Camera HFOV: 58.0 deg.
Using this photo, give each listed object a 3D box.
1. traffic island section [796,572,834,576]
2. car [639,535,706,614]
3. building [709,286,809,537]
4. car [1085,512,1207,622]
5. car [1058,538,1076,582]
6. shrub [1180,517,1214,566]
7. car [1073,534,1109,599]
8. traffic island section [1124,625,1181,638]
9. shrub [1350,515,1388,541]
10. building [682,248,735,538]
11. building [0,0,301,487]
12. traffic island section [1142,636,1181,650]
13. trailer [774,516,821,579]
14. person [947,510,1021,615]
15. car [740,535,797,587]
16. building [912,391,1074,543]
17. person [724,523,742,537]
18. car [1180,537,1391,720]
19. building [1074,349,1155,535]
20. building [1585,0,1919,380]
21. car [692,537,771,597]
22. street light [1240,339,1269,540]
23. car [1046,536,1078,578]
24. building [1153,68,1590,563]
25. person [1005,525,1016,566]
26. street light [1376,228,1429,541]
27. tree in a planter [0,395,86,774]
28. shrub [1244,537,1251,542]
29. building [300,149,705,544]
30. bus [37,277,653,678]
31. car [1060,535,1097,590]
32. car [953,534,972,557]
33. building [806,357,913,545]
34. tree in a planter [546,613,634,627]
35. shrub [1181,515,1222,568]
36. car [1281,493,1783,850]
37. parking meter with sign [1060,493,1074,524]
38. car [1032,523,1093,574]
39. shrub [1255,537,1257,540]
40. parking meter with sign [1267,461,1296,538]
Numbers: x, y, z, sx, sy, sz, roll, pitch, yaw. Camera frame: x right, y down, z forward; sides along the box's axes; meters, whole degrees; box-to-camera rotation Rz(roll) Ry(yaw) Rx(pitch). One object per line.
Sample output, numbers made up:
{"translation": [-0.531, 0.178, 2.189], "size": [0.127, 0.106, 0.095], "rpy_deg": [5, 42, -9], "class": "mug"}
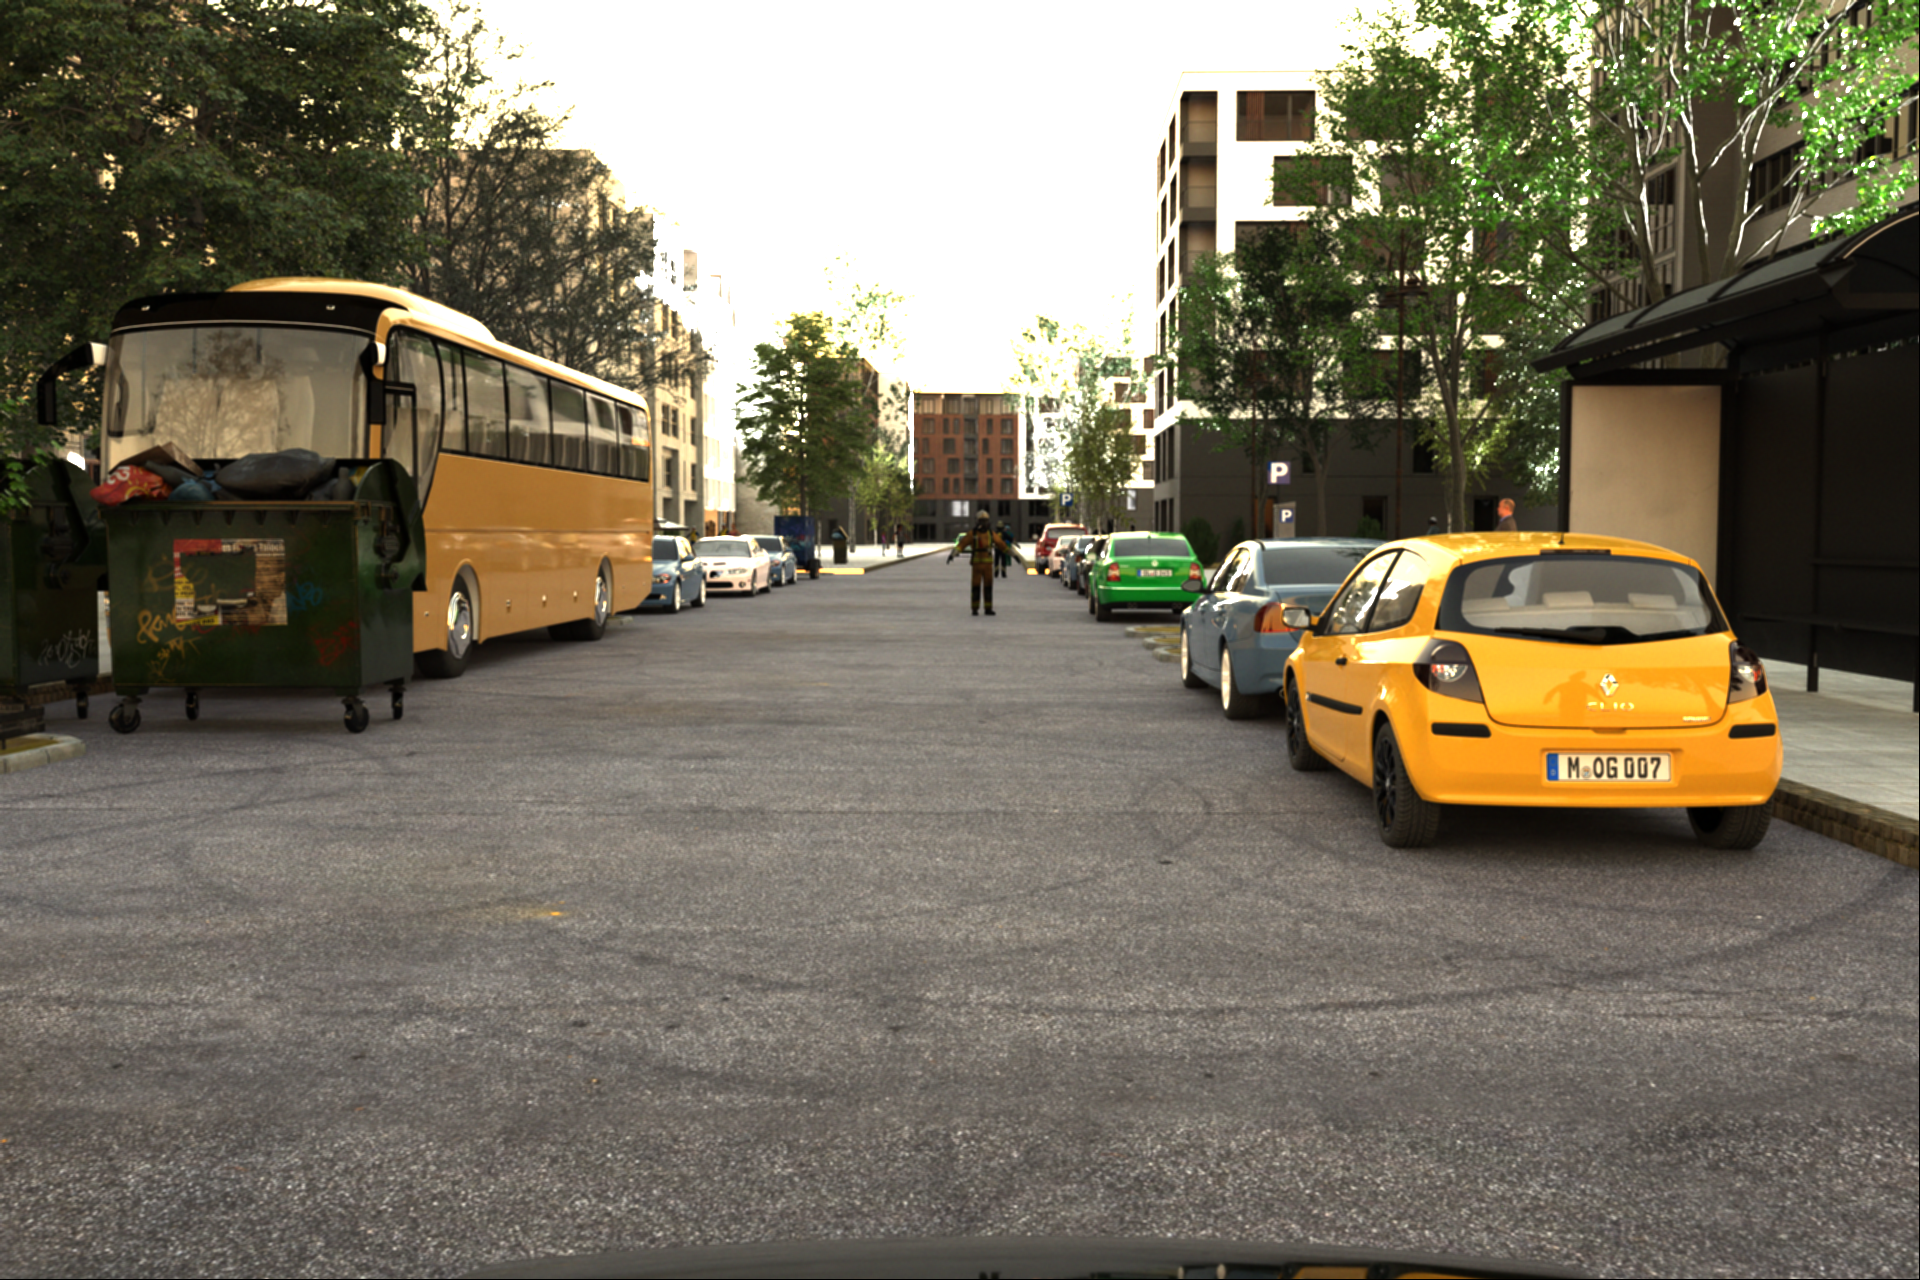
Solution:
{"translation": [-5.451, -2.311, 60.654], "size": [1.991, 0.108, 1.994], "rpy_deg": [0, 4, 1], "class": "traffic island section"}
{"translation": [-5.916, -1.267, 32.717], "size": [2.014, 1.417, 4.499], "rpy_deg": [0, 4, 1], "class": "car"}
{"translation": [-22.529, -18.846, 139.056], "size": [19.493, 23.208, 18.063], "rpy_deg": [0, 4, 1], "class": "building"}
{"translation": [3.149, -1.276, 29.652], "size": [1.959, 1.807, 4.718], "rpy_deg": [0, 4, 2], "class": "car"}
{"translation": [3.838, -2.319, 50.495], "size": [1.945, 1.354, 3.894], "rpy_deg": [0, 4, 1], "class": "car"}
{"translation": [9.365, -3.944, 68.908], "size": [1.690, 2.028, 1.600], "rpy_deg": [0, 3, 0], "class": "shrub"}
{"translation": [3.624, -1.825, 39.622], "size": [2.009, 1.686, 4.222], "rpy_deg": [0, 3, 0], "class": "car"}
{"translation": [3.341, -0.101, 24.521], "size": [1.991, 0.108, 1.994], "rpy_deg": [0, 4, 2], "class": "traffic island section"}
{"translation": [16.133, -3.947, 68.579], "size": [1.661, 2.075, 1.752], "rpy_deg": [0, 3, 0], "class": "shrub"}
{"translation": [-22.037, -15.888, 116.185], "size": [16.016, 20.090, 11.380], "rpy_deg": [0, 4, 1], "class": "building"}
{"translation": [-29.688, -13.348, 54.394], "size": [11.583, 22.565, 21.152], "rpy_deg": [0, 4, 1], "class": "building"}
{"translation": [3.336, 0.055, 21.968], "size": [1.991, 0.108, 1.994], "rpy_deg": [0, 4, 2], "class": "traffic island section"}
{"translation": [-5.282, -2.913, 54.670], "size": [1.471, 1.999, 3.904], "rpy_deg": [0, 4, 2], "class": "trailer"}
{"translation": [0.400, -1.370, 30.627], "size": [1.354, 1.858, 0.705], "rpy_deg": [-1, 4, -16], "class": "person"}
{"translation": [-5.625, -2.239, 48.603], "size": [2.014, 1.417, 4.499], "rpy_deg": [0, 4, 1], "class": "car"}
{"translation": [5.209, -25.243, 259.154], "size": [32.646, 21.610, 27.936], "rpy_deg": [0, 4, -5], "class": "building"}
{"translation": [-9.319, -3.922, 70.924], "size": [1.217, 1.733, 0.721], "rpy_deg": [2, 4, 26], "class": "person"}
{"translation": [2.932, -0.162, 14.651], "size": [2.014, 1.417, 4.499], "rpy_deg": [0, 4, 1], "class": "car"}
{"translation": [27.499, -22.233, 207.487], "size": [27.936, 21.610, 32.646], "rpy_deg": [0, 4, 2], "class": "building"}
{"translation": [29.868, -14.144, 50.321], "size": [14.314, 24.678, 30.058], "rpy_deg": [0, 4, 2], "class": "building"}
{"translation": [-5.581, -1.752, 41.001], "size": [2.083, 1.381, 4.827], "rpy_deg": [0, 4, 1], "class": "car"}
{"translation": [6.972, -4.180, 41.131], "size": [0.468, 5.910, 1.993], "rpy_deg": [0, 4, 1], "class": "street light"}
{"translation": [3.919, -2.775, 57.729], "size": [2.083, 1.381, 4.827], "rpy_deg": [0, 4, 1], "class": "car"}
{"translation": [24.183, -15.210, 92.665], "size": [27.936, 21.610, 32.646], "rpy_deg": [0, 4, 2], "class": "building"}
{"translation": [2.082, -4.188, 77.055], "size": [0.704, 1.817, 1.347], "rpy_deg": [3, 5, 45], "class": "person"}
{"translation": [6.676, -3.273, 26.297], "size": [0.468, 5.910, 1.993], "rpy_deg": [0, 4, 1], "class": "street light"}
{"translation": [-6.680, -0.824, 10.692], "size": [1.991, 3.239, 1.994], "rpy_deg": [0, 4, 1], "class": "tree in a planter"}
{"translation": [10.953, -3.333, 65.617], "size": [1.383, 1.207, 1.383], "rpy_deg": [0, 3, 0], "class": "shrub"}
{"translation": [-25.137, -14.021, 95.697], "size": [16.747, 18.905, 31.486], "rpy_deg": [0, 4, 1], "class": "building"}
{"translation": [-6.092, -1.769, 20.463], "size": [2.896, 3.916, 12.252], "rpy_deg": [0, 4, 1], "class": "bus"}
{"translation": [3.681, -2.075, 45.925], "size": [2.014, 1.417, 4.499], "rpy_deg": [0, 4, 1], "class": "car"}
{"translation": [0.563, -6.289, 111.614], "size": [1.959, 1.807, 4.718], "rpy_deg": [0, 4, 2], "class": "car"}
{"translation": [-20.866, -22.776, 216.365], "size": [27.936, 21.610, 32.646], "rpy_deg": [0, 4, 2], "class": "building"}
{"translation": [-6.304, -1.859, 27.619], "size": [1.991, 3.239, 1.994], "rpy_deg": [0, 4, 1], "class": "tree in a planter"}
{"translation": [9.022, -3.727, 65.364], "size": [1.690, 2.028, 1.600], "rpy_deg": [0, 3, 0], "class": "shrub"}
{"translation": [2.823, 0.056, 9.309], "size": [2.015, 1.641, 3.980], "rpy_deg": [0, 4, 2], "class": "car"}
{"translation": [4.529, -4.692, 72.976], "size": [0.543, 3.016, 1.738], "rpy_deg": [0, 4, 0], "class": "parking meter with sign"}
{"translation": [3.794, -3.342, 63.316], "size": [2.281, 1.827, 5.304], "rpy_deg": [0, 4, 1], "class": "car"}
{"translation": [12.030, -3.625, 70.380], "size": [1.383, 1.207, 1.383], "rpy_deg": [0, 3, 0], "class": "shrub"}
{"translation": [7.619, -2.725, 40.814], "size": [0.543, 3.016, 1.738], "rpy_deg": [0, 4, 2], "class": "parking meter with sign"}
